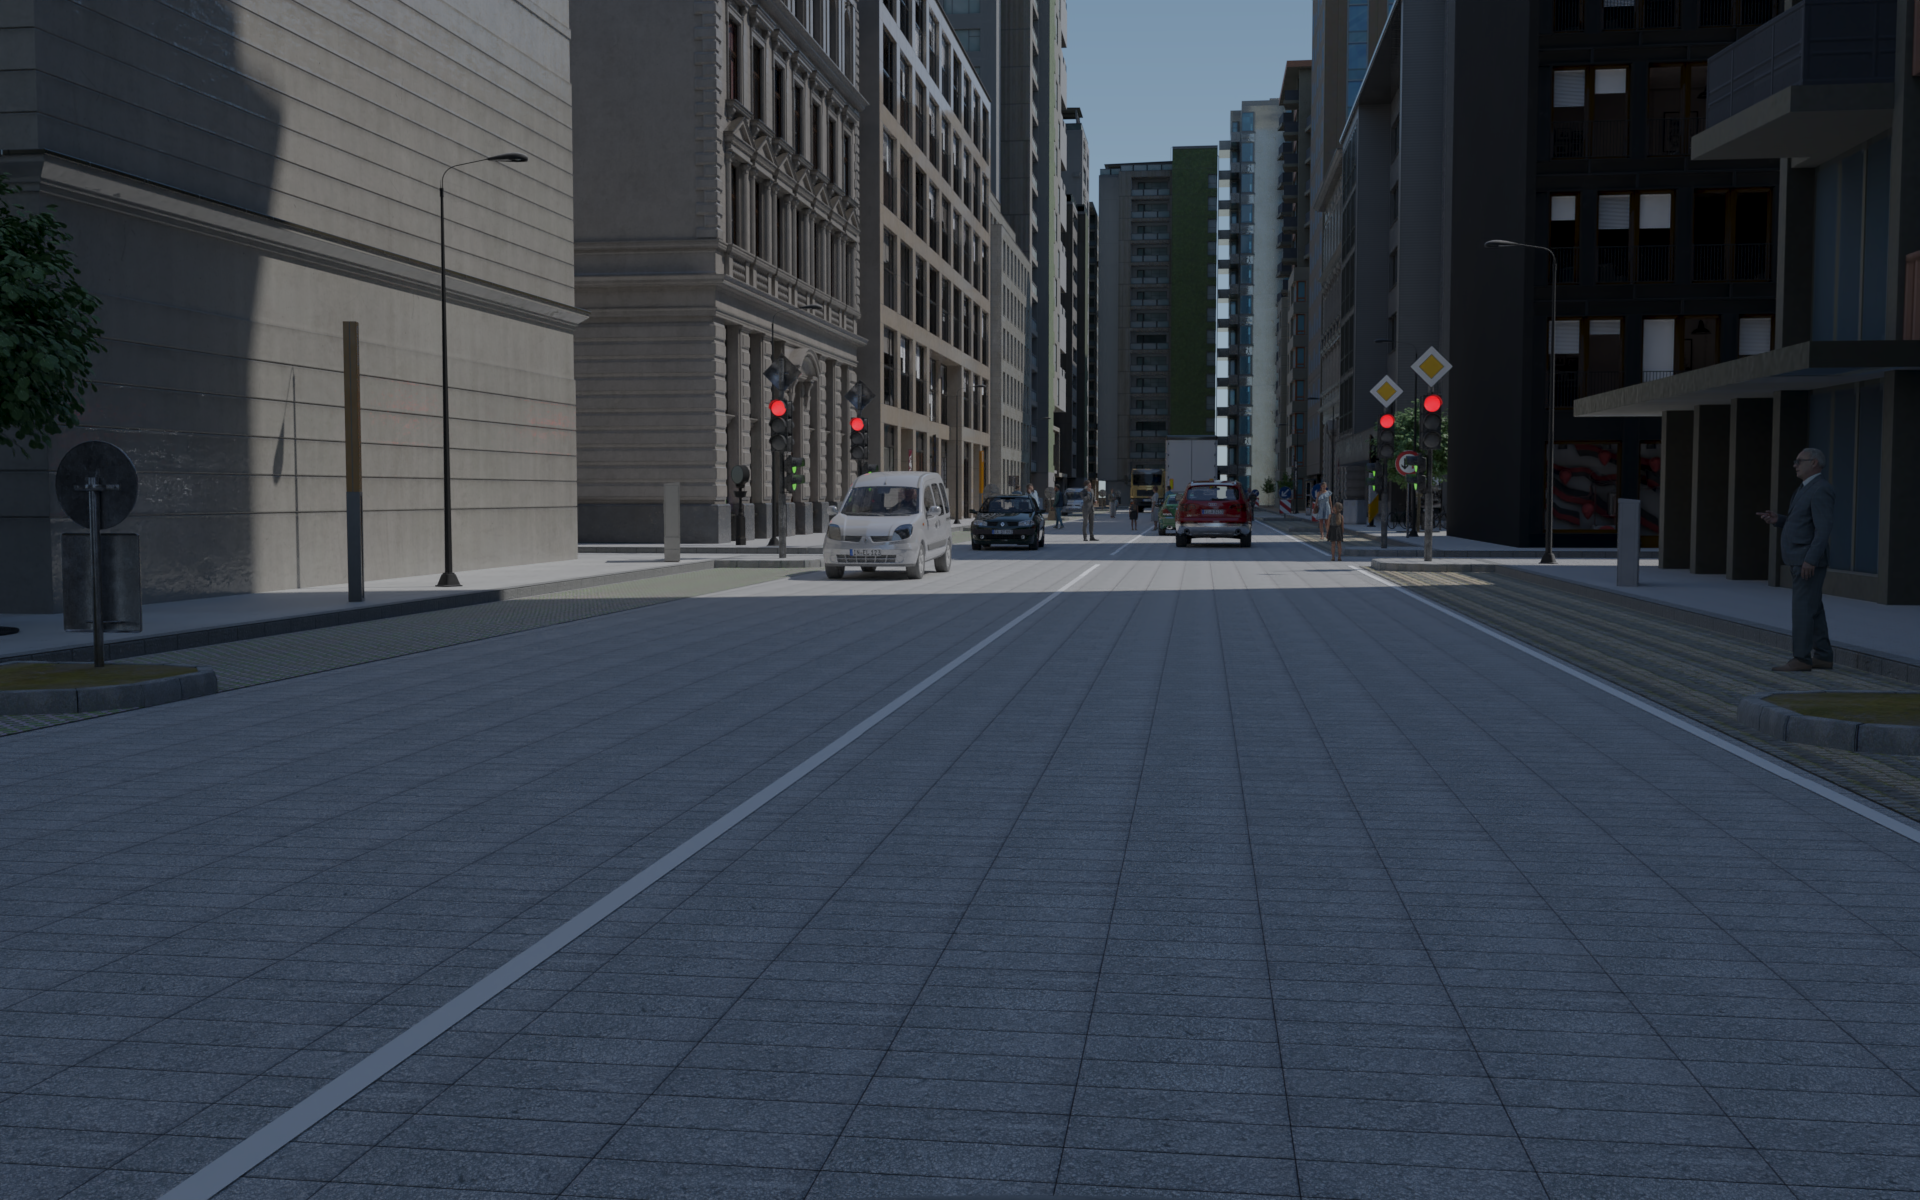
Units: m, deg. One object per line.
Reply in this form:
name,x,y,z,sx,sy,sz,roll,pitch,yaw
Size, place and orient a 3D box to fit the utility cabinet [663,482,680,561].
utility cabinet,-5.513,-1.493,33.085,0.318,1.500,1.173,-1,4,-9

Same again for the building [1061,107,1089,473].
building,6.676,-30.738,186.159,14.086,41.232,14.154,0,4,8

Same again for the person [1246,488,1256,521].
person,15.484,-5.111,92.468,0.661,1.777,0.834,0,4,-7

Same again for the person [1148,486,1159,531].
person,7.570,-3.597,67.876,0.524,1.755,0.480,1,4,21

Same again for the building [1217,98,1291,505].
building,46.319,-35.999,208.197,30.456,49.044,23.786,0,4,8

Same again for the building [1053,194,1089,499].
building,4.866,-24.151,166.574,14.160,30.474,14.107,0,4,8

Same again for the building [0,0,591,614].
building,-29.830,-15.406,28.302,44.131,29.872,17.030,0,4,8

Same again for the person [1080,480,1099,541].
person,3.971,-2.715,52.698,0.655,1.846,0.447,-3,5,-42

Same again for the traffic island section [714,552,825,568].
traffic island section,-3.578,-0.763,34.752,2.009,0.180,2.903,0,4,8

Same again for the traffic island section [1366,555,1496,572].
traffic island section,8.943,-0.657,33.018,2.009,0.180,2.903,0,4,8

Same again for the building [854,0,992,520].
building,-10.136,-16.971,81.988,19.350,26.468,34.151,0,4,8

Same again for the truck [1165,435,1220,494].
truck,11.851,-6.073,88.211,2.839,4.237,11.283,1,4,8

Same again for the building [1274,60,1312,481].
building,42.996,-31.700,172.920,22.147,44.769,28.867,0,4,8

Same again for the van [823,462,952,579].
van,-1.226,-1.439,30.539,2.013,2.044,4.112,1,4,9

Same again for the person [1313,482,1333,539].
person,11.436,-2.813,54.582,0.616,1.811,0.778,2,4,23

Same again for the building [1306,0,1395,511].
building,32.338,-28.927,123.065,14.600,45.320,14.200,0,4,8

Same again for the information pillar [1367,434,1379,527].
information pillar,16.164,-4.668,67.683,0.504,3.616,0.183,-2,4,-33

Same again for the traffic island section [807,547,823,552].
traffic island section,-2.481,-1.247,42.662,2.009,0.180,2.903,0,4,8

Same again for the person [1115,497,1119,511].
person,10.467,-6.313,116.393,0.352,1.250,0.332,-1,4,-15

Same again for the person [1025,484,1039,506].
person,2.479,-3.106,59.551,0.793,1.790,0.793,1,4,15

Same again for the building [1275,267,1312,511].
building,41.081,-18.326,144.673,27.650,21.520,28.899,0,4,8

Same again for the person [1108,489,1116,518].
person,9.046,-5.723,102.617,0.519,1.759,0.362,-3,5,-42

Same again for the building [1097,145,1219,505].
building,23.610,-32.001,206.803,14.086,41.232,14.154,0,4,8

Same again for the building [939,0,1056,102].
building,-0.718,-26.987,124.831,14.154,41.232,14.086,0,4,8

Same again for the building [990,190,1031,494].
building,-1.645,-15.421,106.887,10.420,20.320,16.860,0,4,8

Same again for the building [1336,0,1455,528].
building,25.468,-15.855,78.290,14.314,24.678,30.058,0,4,8

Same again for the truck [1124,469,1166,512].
truck,14.778,-8.522,135.254,3.469,3.379,9.791,1,4,9

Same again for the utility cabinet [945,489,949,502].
utility cabinet,-0.932,-3.687,68.965,0.318,1.500,1.173,3,4,36

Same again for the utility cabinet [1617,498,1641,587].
utility cabinet,9.459,-0.814,24.469,0.306,1.237,1.020,1,4,22

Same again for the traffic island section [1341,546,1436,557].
traffic island section,10.040,-1.140,40.927,2.009,0.180,2.903,0,4,8

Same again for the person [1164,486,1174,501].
person,9.693,-4.368,79.940,0.660,1.820,0.620,-3,5,-44

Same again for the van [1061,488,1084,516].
van,7.613,-6.569,114.421,2.013,2.044,4.112,0,4,7

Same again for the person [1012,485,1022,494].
person,2.407,-3.969,73.421,0.581,1.822,0.654,2,4,34

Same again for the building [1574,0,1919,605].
building,19.894,-22.034,14.888,22.147,44.769,28.867,0,4,8

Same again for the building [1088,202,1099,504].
building,5.871,-32.203,218.392,23.993,40.220,32.217,0,4,8

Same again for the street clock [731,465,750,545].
street clock,-5.488,-2.370,43.317,0.471,2.002,0.358,3,5,41

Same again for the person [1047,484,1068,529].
person,3.933,-3.761,69.980,0.713,1.824,0.794,3,5,39

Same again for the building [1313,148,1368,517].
building,27.351,-16.821,103.903,11.050,23.489,19.941,0,4,8

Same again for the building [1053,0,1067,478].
building,-5.233,-34.056,146.052,28.713,52.752,27.495,0,4,8

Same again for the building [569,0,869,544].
building,-9.694,-13.750,53.687,11.050,23.489,19.941,0,4,8

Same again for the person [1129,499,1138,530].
person,6.844,-3.369,68.249,0.362,1.253,0.373,1,4,10

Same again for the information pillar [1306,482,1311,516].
information pillar,20.846,-6.062,103.601,0.304,2.012,0.304,1,4,17

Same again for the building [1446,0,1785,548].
building,21.978,-13.201,45.517,15.834,23.373,12.332,0,4,8
